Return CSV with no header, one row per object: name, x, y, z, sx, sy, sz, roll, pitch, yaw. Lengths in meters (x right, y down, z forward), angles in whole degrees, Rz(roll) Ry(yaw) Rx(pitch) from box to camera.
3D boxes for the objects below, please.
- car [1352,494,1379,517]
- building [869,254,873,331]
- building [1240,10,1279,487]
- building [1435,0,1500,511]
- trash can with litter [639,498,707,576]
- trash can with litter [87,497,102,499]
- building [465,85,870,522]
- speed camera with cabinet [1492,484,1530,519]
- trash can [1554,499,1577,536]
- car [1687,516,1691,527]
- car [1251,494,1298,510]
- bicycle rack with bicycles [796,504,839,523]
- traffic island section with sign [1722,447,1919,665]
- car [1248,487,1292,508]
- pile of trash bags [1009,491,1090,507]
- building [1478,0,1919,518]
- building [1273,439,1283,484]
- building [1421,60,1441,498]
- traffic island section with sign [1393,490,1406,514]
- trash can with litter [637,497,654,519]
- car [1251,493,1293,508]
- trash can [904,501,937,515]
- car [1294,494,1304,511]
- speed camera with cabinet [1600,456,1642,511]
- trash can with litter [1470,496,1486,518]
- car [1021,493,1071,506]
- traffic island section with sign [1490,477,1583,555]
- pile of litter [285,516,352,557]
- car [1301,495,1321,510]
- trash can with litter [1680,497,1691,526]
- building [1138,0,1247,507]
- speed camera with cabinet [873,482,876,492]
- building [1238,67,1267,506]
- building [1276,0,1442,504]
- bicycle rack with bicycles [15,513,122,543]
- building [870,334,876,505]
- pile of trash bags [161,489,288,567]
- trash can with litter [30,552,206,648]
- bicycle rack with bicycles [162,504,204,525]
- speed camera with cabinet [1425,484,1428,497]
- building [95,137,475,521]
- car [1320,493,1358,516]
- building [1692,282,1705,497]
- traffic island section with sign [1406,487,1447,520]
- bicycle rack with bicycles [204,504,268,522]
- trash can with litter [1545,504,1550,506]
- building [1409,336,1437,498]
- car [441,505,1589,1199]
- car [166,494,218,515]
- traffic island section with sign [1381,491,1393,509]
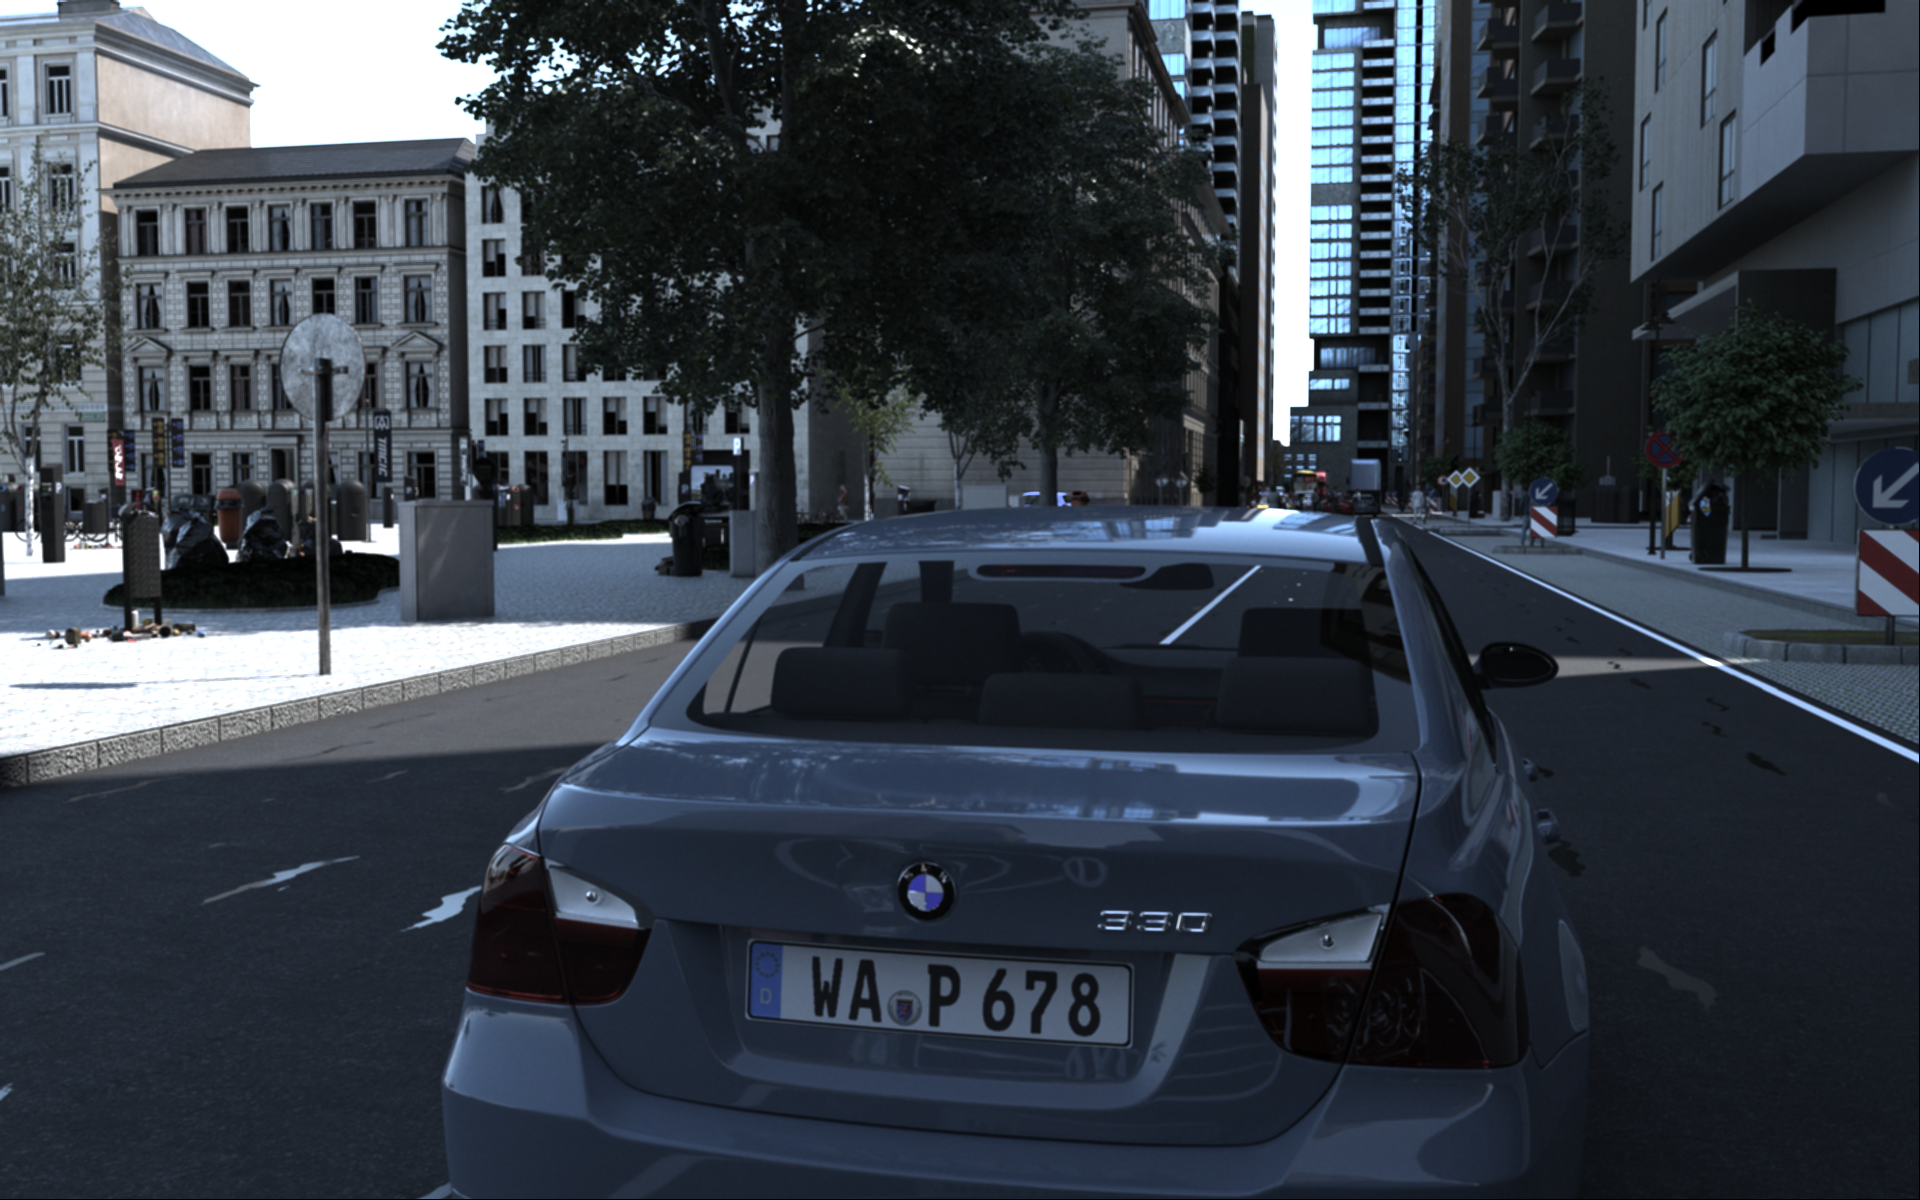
car,25.125,-5.873,108.025,2.014,1.417,4.499,1,4,14
building,-10.627,-36.595,252.947,28.867,44.769,22.147,1,4,13
building,24.405,-41.039,212.980,28.212,58.520,21.231,1,4,13
building,44.885,-29.679,135.359,14.600,45.320,14.200,1,4,13
trash can with litter,-4.452,-0.969,27.223,0.624,1.170,1.055,-3,5,-43
trash can with litter,-20.011,-1.830,40.985,2.233,1.210,1.678,-3,5,-40
building,-13.934,-14.085,85.038,16.860,20.320,10.420,1,4,13
speed camera with cabinet,28.125,-5.744,88.252,2.038,3.252,0.660,-2,4,-25
trash can,18.476,-2.524,52.917,0.748,1.137,0.748,0,3,0
car,30.493,-3.306,66.413,4.827,1.381,2.083,1,4,14
car,14.031,-4.092,77.128,2.015,1.641,3.980,1,4,13
bicycle rack with bicycles,-6.021,-2.944,61.521,2.852,0.926,2.925,-3,4,-38
traffic island section with sign,7.939,-0.412,15.357,1.989,1.847,2.006,1,4,13
car,16.626,-5.134,92.618,2.281,1.827,5.304,1,4,14
pile of trash bags,2.459,-2.694,53.807,3.447,1.369,1.912,2,4,31
building,42.807,-27.479,103.910,22.147,44.769,28.867,1,4,13
building,31.822,-40.180,246.186,27.495,52.752,28.713,1,4,13
building,57.685,-31.625,171.696,22.147,44.769,28.867,1,4,13
traffic island section with sign,32.015,-6.992,122.952,1.989,1.847,2.006,1,4,13
trash can with litter,-12.776,-3.617,70.522,0.624,1.170,1.055,2,4,24
car,14.686,-4.396,81.460,1.945,1.707,3.694,1,4,12
trash can,-0.855,-1.583,37.540,0.748,1.137,0.748,0,3,0
car,23.504,-6.946,123.357,2.009,1.686,4.222,1,4,13
speed camera with cabinet,34.456,-5.869,90.292,2.038,3.252,0.660,0,4,7
trash can with litter,27.500,-4.932,92.028,0.624,1.170,1.055,-2,4,-29
car,2.970,-3.773,71.276,3.694,1.707,1.945,1,4,14
traffic island section with sign,13.839,-2.020,41.661,1.989,1.847,2.006,1,4,13
pile of litter,-12.718,-1.228,34.038,1.719,0.858,1.176,0,4,5
car,31.071,-8.615,153.215,2.083,1.381,4.827,1,4,11
trash can with litter,29.642,-3.608,70.372,0.624,1.170,1.055,0,4,0
building,16.576,-52.085,164.256,22.319,86.520,31.000,1,4,13
speed camera with cabinet,-5.730,-7.878,123.141,0.660,3.252,2.038,1,4,9
building,25.664,-32.839,187.026,14.600,45.320,14.200,1,4,13
building,59.690,-56.459,235.771,31.000,86.520,22.319,1,4,13
bicycle rack with bicycles,-23.803,-2.033,46.615,2.925,0.926,2.852,-1,4,-21
building,-4.106,-22.778,217.451,28.899,21.520,27.650,1,4,13
pile of trash bags,-11.806,-1.109,27.891,1.912,1.369,3.447,-1,4,-22
trash can with litter,-7.601,-0.267,15.425,1.678,1.210,2.233,0,4,4
bicycle rack with bicycles,-27.470,-2.909,60.952,2.852,0.926,2.925,-1,4,-16
speed camera with cabinet,35.933,-8.455,132.567,0.660,3.252,2.038,1,4,15
building,-32.021,-13.707,88.735,19.286,19.102,10.561,1,4,13
car,22.124,-5.636,101.195,2.155,1.783,4.494,1,4,14
building,48.972,-32.575,74.605,28.212,58.520,21.231,1,4,13
traffic island section with sign,26.128,-5.383,96.646,1.989,1.847,2.006,1,4,13
bicycle rack with bicycles,-23.664,-2.775,58.752,2.925,0.926,2.852,-3,4,-36
trash can with litter,18.784,-2.727,55.975,0.624,1.170,1.055,1,4,13
building,67.003,-21.750,200.650,27.650,21.520,28.899,1,4,13
car,0.472,0.470,4.311,2.014,1.417,4.499,1,4,14
car,-33.924,-4.208,78.580,4.222,1.686,2.009,1,4,11
traffic island section with sign,48.747,-11.568,197.769,1.989,1.847,2.006,1,4,13
